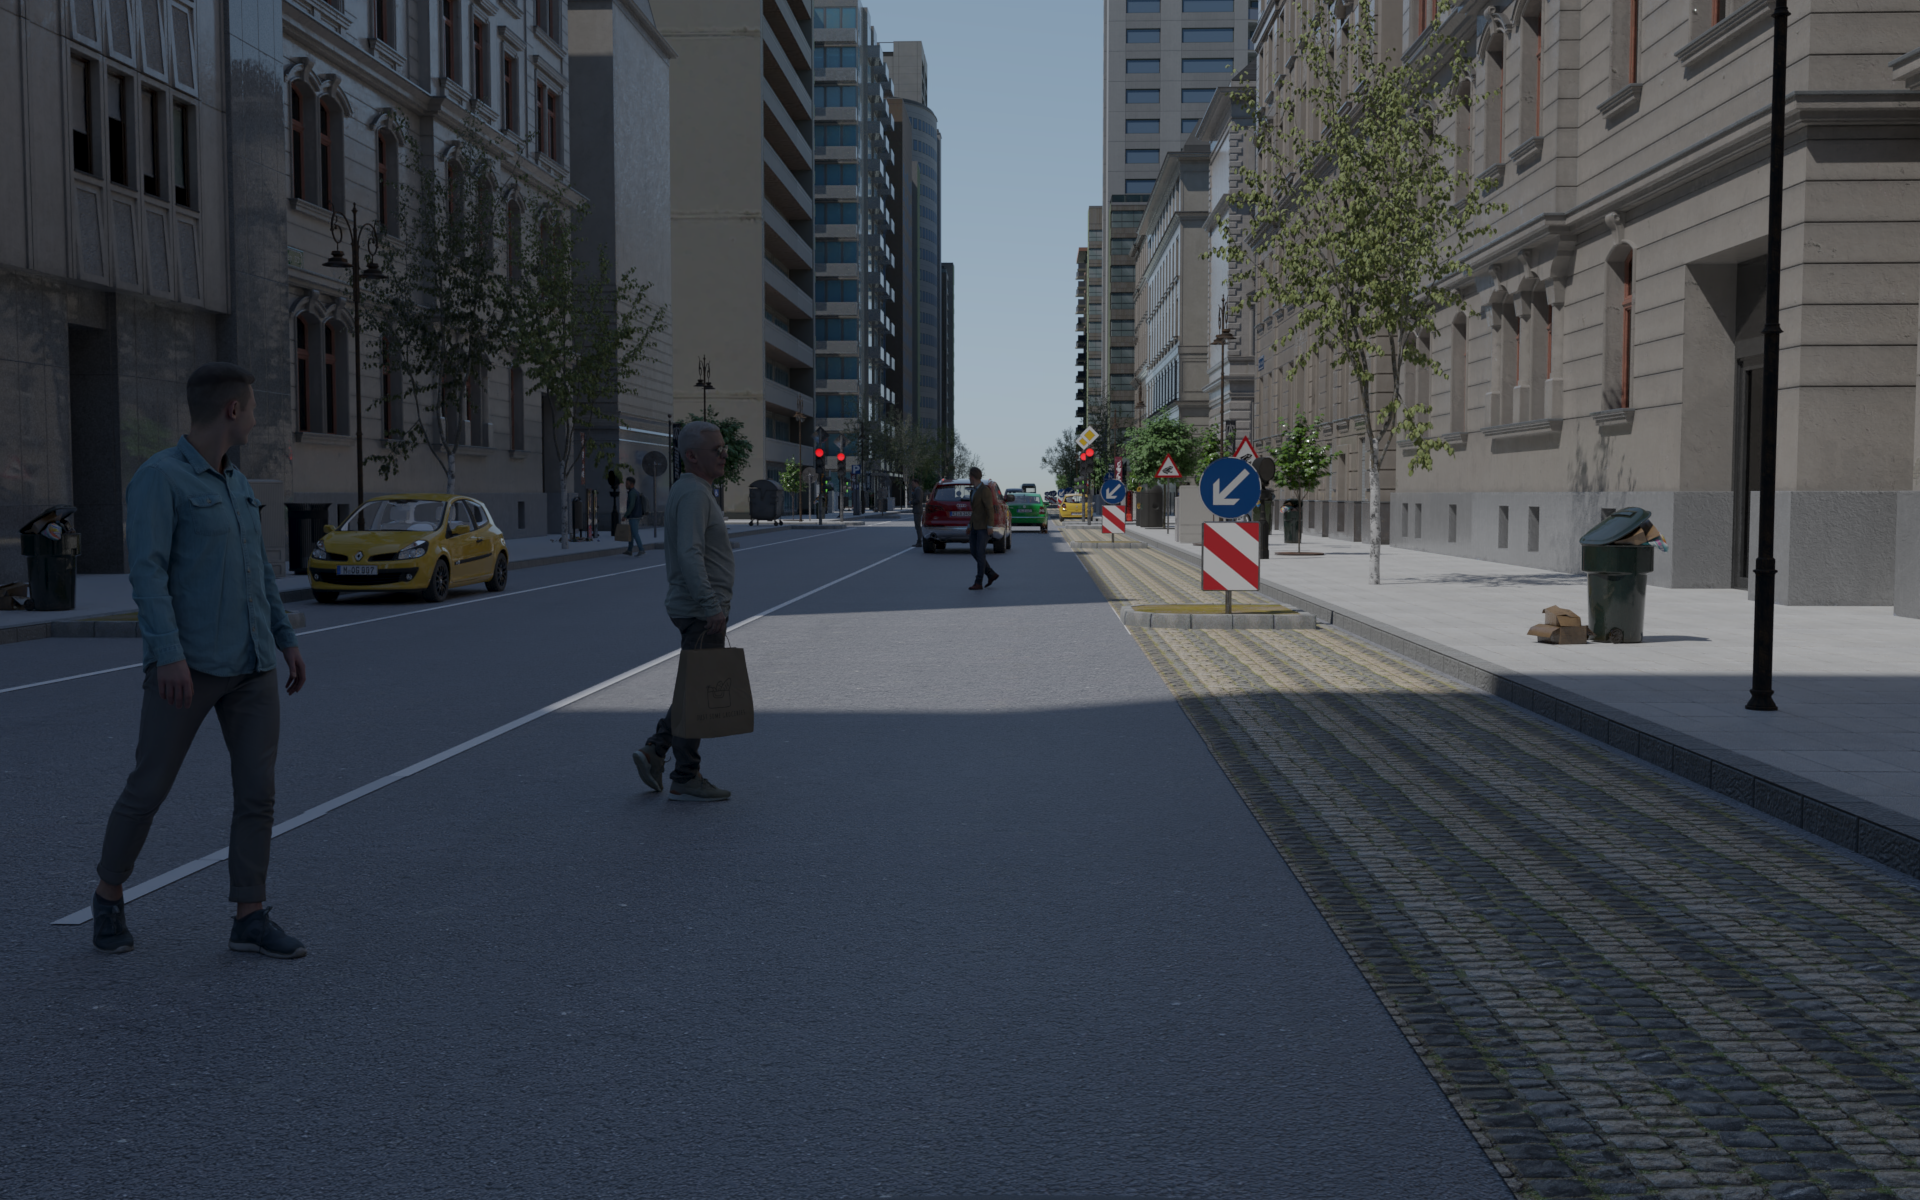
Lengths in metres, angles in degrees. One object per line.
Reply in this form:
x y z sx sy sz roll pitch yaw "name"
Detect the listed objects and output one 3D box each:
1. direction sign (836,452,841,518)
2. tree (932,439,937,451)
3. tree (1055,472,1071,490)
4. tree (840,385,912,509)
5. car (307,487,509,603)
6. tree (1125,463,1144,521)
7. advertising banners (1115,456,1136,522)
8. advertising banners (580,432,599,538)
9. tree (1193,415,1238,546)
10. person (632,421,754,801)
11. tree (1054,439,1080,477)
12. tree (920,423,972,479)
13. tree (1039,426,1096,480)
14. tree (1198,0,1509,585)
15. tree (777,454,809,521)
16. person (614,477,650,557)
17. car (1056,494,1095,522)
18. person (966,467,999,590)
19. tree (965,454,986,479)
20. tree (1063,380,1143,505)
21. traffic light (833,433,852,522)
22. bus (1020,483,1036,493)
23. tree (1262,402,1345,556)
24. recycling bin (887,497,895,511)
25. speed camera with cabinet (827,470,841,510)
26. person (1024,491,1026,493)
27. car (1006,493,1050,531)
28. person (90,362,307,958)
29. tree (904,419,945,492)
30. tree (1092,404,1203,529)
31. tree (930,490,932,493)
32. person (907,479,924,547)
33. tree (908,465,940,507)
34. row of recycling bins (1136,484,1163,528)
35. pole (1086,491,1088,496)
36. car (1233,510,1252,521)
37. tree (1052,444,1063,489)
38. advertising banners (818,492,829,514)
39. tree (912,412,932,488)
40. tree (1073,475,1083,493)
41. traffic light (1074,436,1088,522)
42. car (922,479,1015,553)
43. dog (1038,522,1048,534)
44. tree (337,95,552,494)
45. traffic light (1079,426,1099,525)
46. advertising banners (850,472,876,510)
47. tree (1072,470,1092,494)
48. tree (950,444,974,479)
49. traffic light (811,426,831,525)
-6.503 -6.219 93.673 0.379 3.537 0.876 0 4 7 "direction sign"
-4.439 -12.132 148.727 4.360 8.622 3.978 0 3 0 "tree"
14.302 -13.831 209.843 4.285 4.588 4.351 0 3 0 "tree"
-6.357 -10.246 117.884 4.360 8.622 3.978 0 3 0 "tree"
-7.635 -0.851 24.130 2.015 1.641 3.980 0 4 3 "car"
8.359 -5.364 82.300 1.663 3.219 1.824 0 3 0 "tree"
7.832 -5.123 79.941 0.090 3.025 2.074 -3 4 -37 "advertising banners"
-10.604 -3.262 49.518 0.090 3.025 2.074 0 4 1 "advertising banners"
6.228 -2.948 42.793 1.663 3.219 1.824 0 3 0 "tree"
-1.242 0.062 7.980 0.515 1.767 0.782 -1 4 -14 "person"
14.099 -16.496 220.077 4.737 8.622 4.395 0 3 0 "tree"
-2.376 -17.915 227.315 8.767 10.594 7.601 1 4 9 "tree"
14.775 -18.495 236.806 8.767 10.594 7.601 1 4 15 "tree"
5.702 -4.514 24.170 4.737 8.622 4.395 0 3 0 "tree"
-7.876 -5.406 82.989 1.663 3.219 1.824 0 3 0 "tree"
-7.451 -1.885 39.297 0.713 1.824 0.794 1 4 18 "person"
6.004 -4.865 89.766 2.015 1.641 3.980 0 4 2 "car"
0.305 -1.087 26.188 0.656 1.842 0.836 2 4 34 "person"
2.431 -22.000 310.066 4.737 8.622 4.395 0 3 0 "tree"
9.358 -9.802 110.624 4.360 8.622 3.978 0 3 0 "tree"
-5.416 -5.545 79.575 0.839 4.253 0.868 0 4 2 "traffic light"
11.848 -18.885 303.621 2.948 3.499 13.247 0 4 0 "bus"
7.128 -2.561 36.476 1.663 3.219 1.824 0 3 0 "tree"
-5.350 -7.267 131.364 0.722 1.027 0.722 1 4 9 "recycling bin"
-10.487 -9.118 143.412 0.660 3.252 2.038 2 4 32 "speed camera with cabinet"
6.554 -10.011 173.125 0.756 1.711 0.436 -1 4 -9 "person"
2.452 -3.508 66.159 1.959 1.807 4.718 0 4 2 "car"
-2.382 0.179 5.433 0.748 1.841 0.638 2 4 28 "person"
-3.629 -13.388 169.257 4.737 8.622 4.395 0 3 0 "tree"
7.411 -4.875 63.426 4.285 4.588 4.351 0 3 0 "tree"
-2.831 -12.231 194.573 1.663 3.219 1.824 0 3 0 "tree"
-1.212 -2.368 47.016 0.447 1.846 0.655 0 4 1 "person"
-3.697 -11.785 176.401 4.285 4.588 4.351 0 3 0 "tree"
7.467 -3.718 67.908 1.069 1.692 3.534 0 4 3 "row of recycling bins"
10.311 -8.976 140.605 0.158 3.312 0.155 0 3 0 "pole"
13.495 -3.791 73.984 4.499 1.417 2.014 0 4 4 "car"
12.640 -14.978 195.248 4.360 8.622 3.978 0 3 0 "tree"
-9.455 -7.046 111.391 2.074 3.025 0.090 -1 4 -17 "advertising banners"
-5.319 -11.233 134.018 4.360 8.622 3.978 0 3 0 "tree"
10.817 -9.583 151.282 1.663 3.219 1.824 0 3 0 "tree"
5.636 -5.517 79.123 0.839 4.253 0.868 0 4 2 "traffic light"
0.216 -2.133 43.545 2.281 1.827 5.304 0 4 4 "car"
2.967 -2.596 62.643 0.550 0.427 0.748 3 4 39 "dog"
-9.634 -5.023 32.485 4.360 8.622 3.978 0 3 0 "tree"
5.297 -5.029 71.145 0.839 4.253 0.868 0 4 2 "traffic light"
-7.837 -8.778 139.704 2.074 3.025 0.090 0 4 7 "advertising banners"
10.778 -8.916 129.485 4.285 4.588 4.351 0 3 0 "tree"
0.068 -18.675 255.692 4.360 8.622 3.978 0 3 0 "tree"
-5.755 -5.057 71.598 0.839 4.253 0.868 0 4 2 "traffic light"
